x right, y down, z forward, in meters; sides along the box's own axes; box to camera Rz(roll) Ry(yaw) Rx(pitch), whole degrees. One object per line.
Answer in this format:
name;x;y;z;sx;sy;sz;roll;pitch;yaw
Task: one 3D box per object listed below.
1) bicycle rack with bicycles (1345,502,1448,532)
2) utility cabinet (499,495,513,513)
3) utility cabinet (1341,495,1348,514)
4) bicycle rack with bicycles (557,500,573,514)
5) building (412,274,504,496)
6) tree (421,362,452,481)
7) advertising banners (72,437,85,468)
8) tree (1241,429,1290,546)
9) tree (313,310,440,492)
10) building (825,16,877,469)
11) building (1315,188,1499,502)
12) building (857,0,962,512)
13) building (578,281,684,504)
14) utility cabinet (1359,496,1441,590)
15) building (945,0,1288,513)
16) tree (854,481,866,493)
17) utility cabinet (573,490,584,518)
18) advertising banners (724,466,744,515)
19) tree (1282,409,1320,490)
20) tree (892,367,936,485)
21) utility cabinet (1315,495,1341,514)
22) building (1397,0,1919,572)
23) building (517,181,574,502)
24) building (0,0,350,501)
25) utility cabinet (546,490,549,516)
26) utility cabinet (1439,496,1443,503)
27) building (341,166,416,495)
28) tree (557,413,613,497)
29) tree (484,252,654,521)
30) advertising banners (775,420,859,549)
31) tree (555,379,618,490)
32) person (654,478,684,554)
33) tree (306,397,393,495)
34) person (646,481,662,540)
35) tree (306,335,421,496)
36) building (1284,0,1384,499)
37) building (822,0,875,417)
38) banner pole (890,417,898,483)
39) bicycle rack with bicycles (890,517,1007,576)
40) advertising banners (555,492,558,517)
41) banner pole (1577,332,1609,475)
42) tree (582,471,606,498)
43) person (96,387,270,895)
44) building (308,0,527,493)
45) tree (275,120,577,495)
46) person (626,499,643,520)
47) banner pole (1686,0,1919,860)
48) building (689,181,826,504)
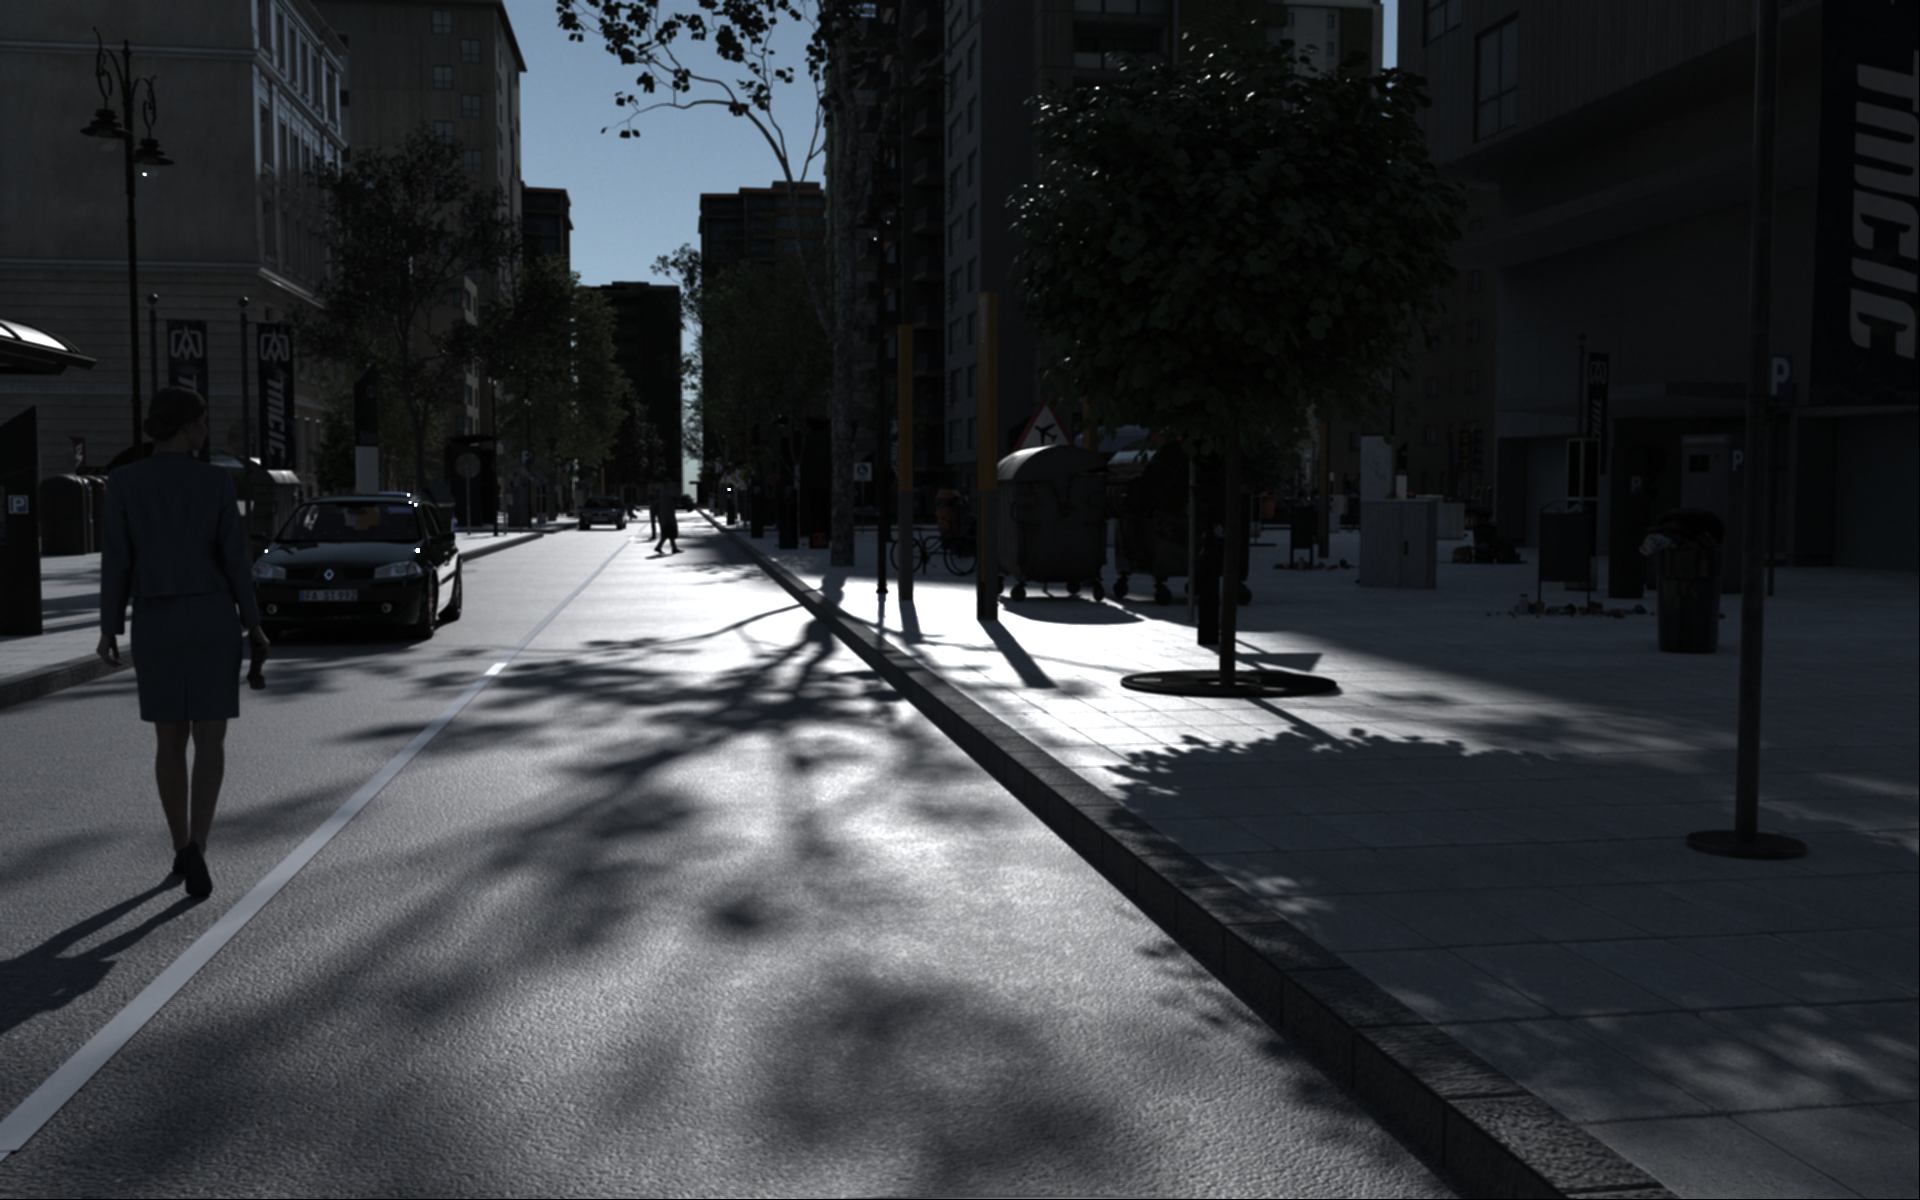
bicycle rack with bicycles;14.270;-2.668;57.006;2.852;0.926;2.925;0;4;-8
utility cabinet;-31.069;-6.587;118.852;1.020;1.237;0.306;1;4;12
utility cabinet;22.523;-5.537;101.687;1.020;1.237;0.306;2;4;29
bicycle rack with bicycles;-26.819;-6.148;113.901;2.852;0.926;2.925;-3;4;-38
building;-54.908;-18.567;148.616;27.650;21.520;28.899;-1;4;-9
tree;-28.566;-8.578;90.610;4.360;8.622;3.978;0;3;0
advertising banners;-26.912;-3.540;54.064;0.090;3.025;2.074;1;4;15
tree;7.462;-2.950;42.830;1.663;3.219;1.824;0;3;0
tree;-21.843;-6.989;64.634;4.737;8.622;4.395;0;3;0
building;-4.258;-28.727;153.275;14.154;41.232;14.086;-1;4;-9
building;38.669;-15.372;96.378;28.899;21.520;27.650;-1;4;-9
building;4.548;-28.383;118.693;22.147;44.769;28.867;-1;4;-9
building;-45.366;-28.565;238.742;14.107;30.474;14.160;-1;4;-9
utility cabinet;5.975;-0.764;23.646;1.020;1.237;0.306;3;5;41
building;7.081;-24.554;85.058;14.086;41.232;14.154;-1;4;-9
tree;-6.315;-6.588;102.307;1.663;3.219;1.824;0;3;0
utility cabinet;-20.260;-5.098;92.038;0.318;1.500;1.173;-2;4;-24
advertising banners;-14.049;-6.829;107.840;0.090;3.025;2.074;2;4;30
tree;17.218;-8.653;91.835;4.360;8.622;3.978;0;3;0
tree;-3.451;-8.537;89.936;4.737;8.622;4.395;0;3;0
utility cabinet;14.916;-3.632;70.542;0.306;1.237;1.020;-2;4;-32
building;25.730;-26.949;29.858;28.713;52.752;27.495;-1;4;-9
building;-67.971;-35.653;237.548;28.867;44.769;22.147;-1;4;-9
building;-37.068;-18.037;80.815;13.634;28.700;20.117;-1;4;-9
utility cabinet;-24.368;-5.708;102.007;0.318;1.500;1.173;0;4;4
utility cabinet;18.808;-3.559;69.349;1.020;1.237;0.306;1;4;10
building;-41.916;-17.672;108.018;14.460;24.649;34.723;-1;4;-9
tree;-25.904;-10.402;120.438;4.737;8.622;4.395;0;3;0
tree;-19.046;-10.021;81.970;7.486;12.596;7.792;0;3;0
advertising banners;-3.339;-2.717;40.610;2.074;3.025;0.090;-2;4;-24
tree;-23.323;-9.533;106.229;4.360;8.622;3.978;0;3;0
person;-6.970;-2.011;41.486;0.767;1.812;0.694;-1;4;-18
tree;-12.391;-2.442;34.535;1.663;3.219;1.824;0;3;0
person;-9.550;-2.823;54.455;0.655;1.846;0.447;1;4;9
tree;-27.217;-7.852;78.743;4.360;8.622;3.978;0;3;0
building;32.193;-40.360;201.884;28.212;58.520;21.231;-1;4;-9
building;-6.242;-53.623;189.401;22.319;86.520;31.000;-1;4;-9
banner pole;-1.725;-3.616;49.143;0.863;3.779;0.401;3;4;37
bicycle rack with bicycles;0.707;-0.878;27.738;2.925;0.926;2.852;3;4;36
advertising banners;-22.841;-6.151;96.750;0.090;3.025;2.074;0;4;6
banner pole;9.803;-2.261;26.979;0.863;3.779;0.401;-2;4;-29
tree;-28.026;-8.294;130.203;1.663;3.219;1.824;0;3;0
person;-2.850;0.136;6.305;0.581;1.822;0.654;-1;4;-8
building;-60.988;-36.381;184.065;27.495;52.752;28.713;-1;4;-9
tree;-13.099;-6.613;42.541;8.767;10.594;7.601;1;4;16
person;-18.280;-5.038;96.366;1.012;1.151;0.738;2;4;34
banner pole;3.052;-0.981;6.054;0.863;3.779;0.401;2;4;26
building;-23.906;-36.123;245.232;28.867;44.769;22.147;-1;4;-9
